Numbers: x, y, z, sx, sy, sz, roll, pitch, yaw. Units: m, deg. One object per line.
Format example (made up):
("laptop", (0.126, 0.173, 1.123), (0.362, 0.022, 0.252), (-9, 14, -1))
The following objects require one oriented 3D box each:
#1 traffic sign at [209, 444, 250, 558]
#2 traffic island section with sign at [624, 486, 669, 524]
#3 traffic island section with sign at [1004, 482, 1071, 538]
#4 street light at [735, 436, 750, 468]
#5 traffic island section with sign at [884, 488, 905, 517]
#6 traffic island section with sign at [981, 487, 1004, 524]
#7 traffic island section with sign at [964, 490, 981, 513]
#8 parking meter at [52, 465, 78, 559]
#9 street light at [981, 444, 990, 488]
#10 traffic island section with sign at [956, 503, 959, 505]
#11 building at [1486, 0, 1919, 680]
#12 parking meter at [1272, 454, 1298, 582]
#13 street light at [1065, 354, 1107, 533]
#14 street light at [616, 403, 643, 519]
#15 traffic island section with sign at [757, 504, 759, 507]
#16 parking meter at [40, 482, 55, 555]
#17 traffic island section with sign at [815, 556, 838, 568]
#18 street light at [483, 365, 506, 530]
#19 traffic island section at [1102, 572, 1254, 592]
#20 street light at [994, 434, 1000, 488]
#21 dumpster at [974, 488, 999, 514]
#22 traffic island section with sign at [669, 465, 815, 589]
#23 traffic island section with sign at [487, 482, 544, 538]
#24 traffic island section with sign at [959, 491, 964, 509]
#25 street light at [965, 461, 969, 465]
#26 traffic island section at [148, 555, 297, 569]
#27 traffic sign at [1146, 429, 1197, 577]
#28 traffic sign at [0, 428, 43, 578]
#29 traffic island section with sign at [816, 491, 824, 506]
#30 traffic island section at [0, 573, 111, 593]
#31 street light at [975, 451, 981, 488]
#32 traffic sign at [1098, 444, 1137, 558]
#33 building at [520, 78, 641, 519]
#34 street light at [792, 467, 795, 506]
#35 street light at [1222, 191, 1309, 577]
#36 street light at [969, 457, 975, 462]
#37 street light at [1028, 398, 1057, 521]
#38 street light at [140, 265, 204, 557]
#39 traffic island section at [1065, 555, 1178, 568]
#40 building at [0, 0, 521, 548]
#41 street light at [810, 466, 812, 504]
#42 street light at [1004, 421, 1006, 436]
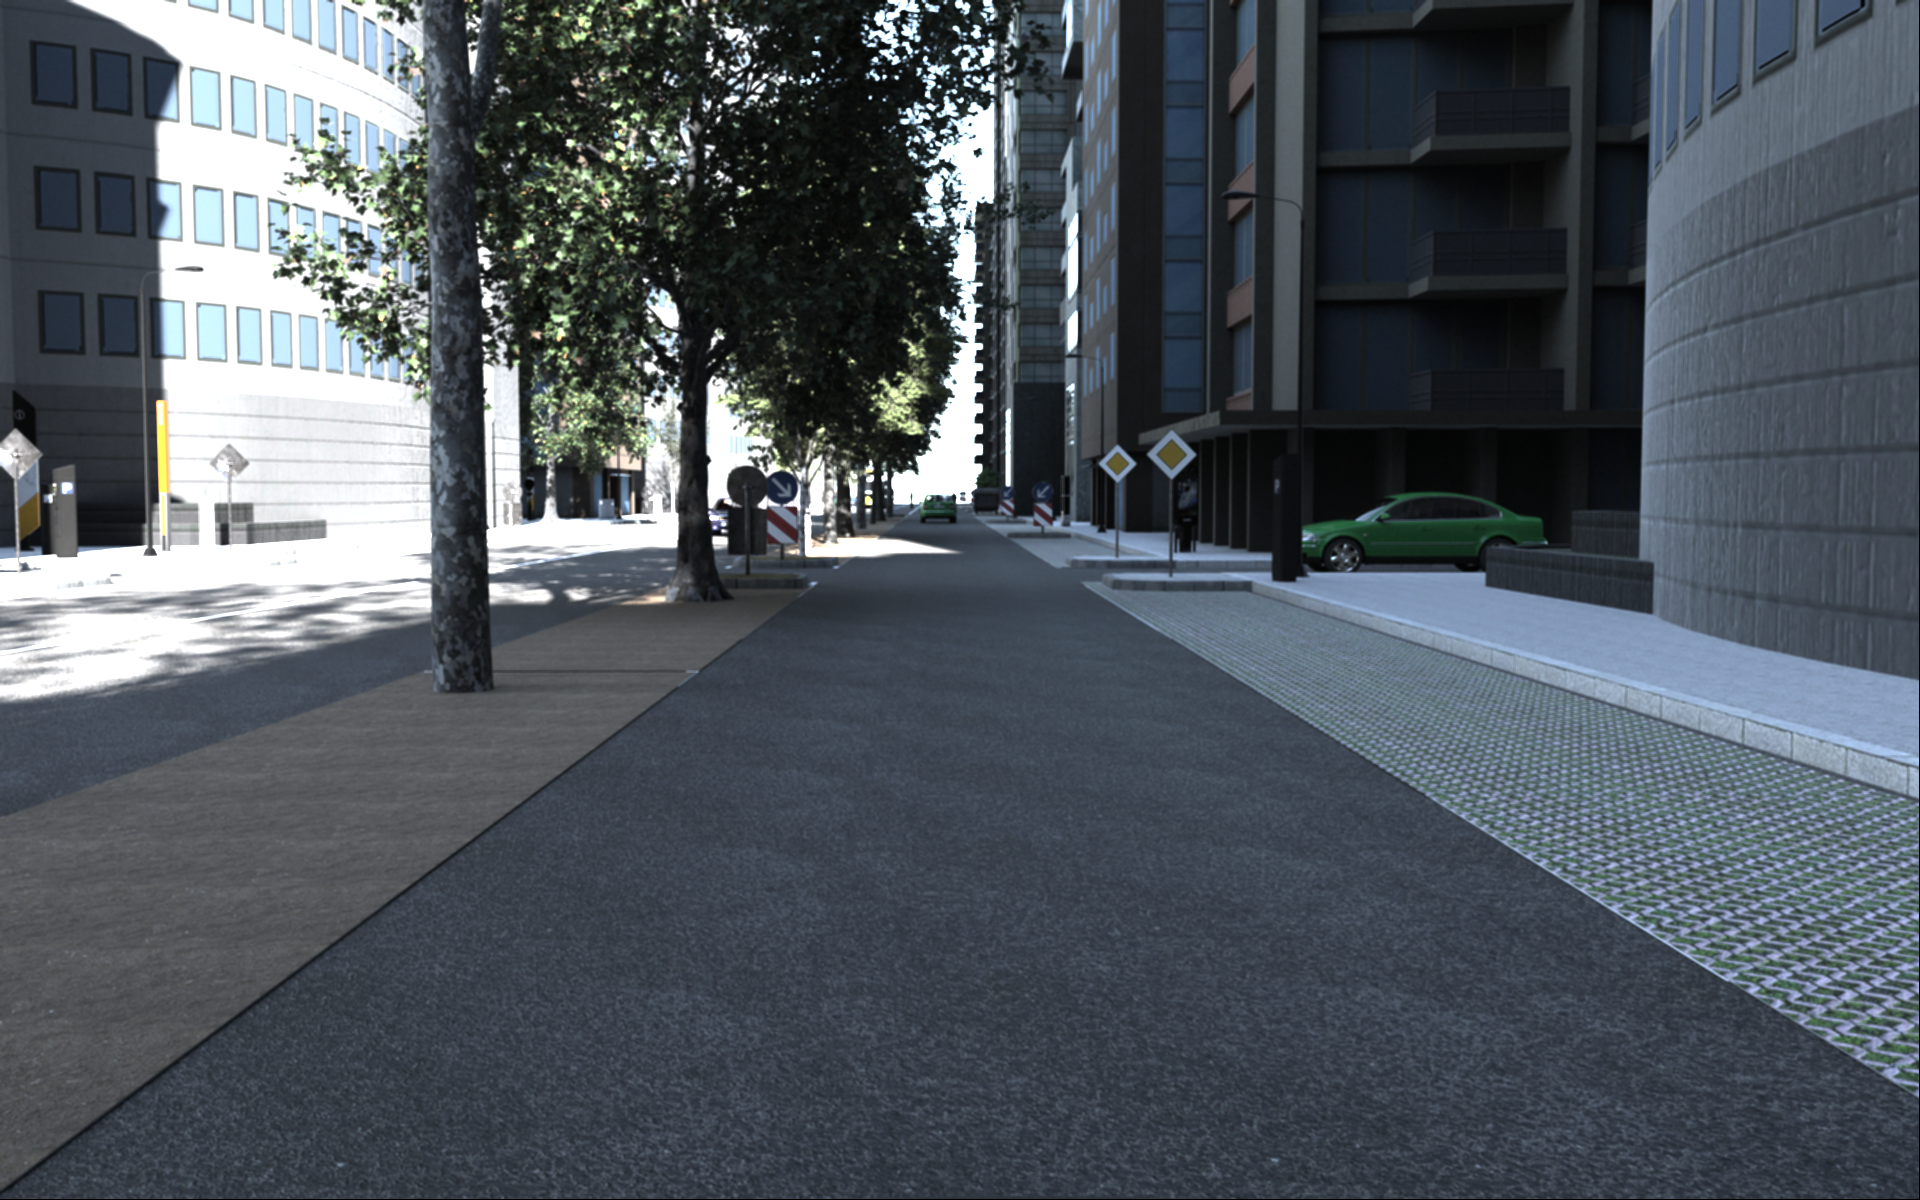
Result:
("traffic sign", (-14.542, -1.887, 34.499), (0.795, 2.450, 0.064), (0, 4, -1))
("traffic island section with sign", (-15.240, -4.635, 84.416), (1.989, 1.847, 2.006), (0, 4, -1))
("traffic island section with sign", (2.561, -2.939, 56.677), (1.989, 1.847, 2.006), (0, 4, -1))
("street light", (-17.260, -10.092, 137.547), (1.470, 5.913, 1.316), (0, 4, -1))
("traffic island section with sign", (-4.483, -6.199, 109.496), (2.006, 1.907, 1.989), (0, 4, -1))
("traffic island section with sign", (2.181, -4.621, 84.174), (1.989, 1.847, 2.006), (0, 4, -1))
("traffic island section with sign", (1.518, -7.707, 134.631), (1.989, 1.847, 2.006), (0, 4, -1))
("parking meter", (-17.837, -1.761, 34.506), (0.255, 1.863, 0.399), (3, 5, 44))
("street light", (2.921, -11.456, 159.851), (1.470, 5.913, 1.316), (0, 4, -1))
("traffic island section with sign", (0.411, -12.746, 217.017), (1.989, 1.847, 2.006), (0, 4, -1))
("building", (17.079, -28.711, 11.422), (21.231, 58.520, 28.212), (0, 4, -1))
("parking meter", (4.769, -1.207, 25.442), (0.255, 1.863, 0.399), (-1, 4, -11))
("street light", (4.191, -5.203, 57.618), (1.470, 5.913, 1.316), (0, 4, -1))
("street light", (-16.711, -7.031, 87.493), (1.470, 5.913, 1.316), (0, 4, -1))
("traffic island section with sign", (-15.899, -7.688, 134.329), (1.989, 1.847, 2.006), (0, 4, -1))
("parking meter", (-19.093, -1.710, 36.370), (0.372, 1.533, 0.369), (0, 3, 0))
("traffic island section with sign", (-3.471, -1.604, 34.364), (2.006, 1.907, 1.989), (0, 4, -1))
("street light", (-16.317, -5.434, 61.386), (1.470, 5.913, 1.316), (0, 4, -1))
("traffic island section", (3.281, -0.277, 26.807), (2.009, 0.180, 2.903), (0, 4, -1))
("street light", (3.293, -9.859, 133.743), (1.470, 5.913, 1.316), (0, 4, -1))
("dumpster", (1.879, -7.058, 123.621), (1.865, 1.857, 1.264), (0, 4, -1))
("traffic island section with sign", (-3.381, -1.151, 26.957), (2.006, 1.907, 1.989), (0, 4, -1))
("traffic island section with sign", (-14.873, -2.976, 57.284), (1.989, 1.847, 2.006), (0, 4, -1))
("traffic island section with sign", (1.156, -9.355, 161.584), (1.989, 1.847, 2.006), (0, 4, -1))
("street light", (1.770, -16.543, 243.015), (1.470, 5.913, 1.316), (0, 4, -1))
("traffic island section", (-14.566, -0.751, 34.560), (2.009, 0.180, 2.903), (0, 4, -1))
("traffic sign", (3.257, -1.412, 26.730), (0.795, 2.450, 0.064), (0, 4, -1))
("traffic sign", (-14.436, -1.399, 26.515), (0.795, 2.450, 0.064), (0, 4, -1))
("traffic island section with sign", (-16.991, -12.714, 216.493), (1.989, 1.847, 2.006), (0, 4, -1))
("traffic island section", (-14.459, -0.263, 26.576), (2.009, 0.180, 2.903), (0, 4, -1))
("street light", (2.602, -13.053, 185.960), (1.470, 5.913, 1.316), (0, 4, -1))
("traffic sign", (3.151, -1.900, 34.714), (0.795, 2.450, 0.064), (0, 4, -1))
("building", (-26.004, -27.270, 95.978), (14.600, 45.320, 14.200), (0, 4, -1))
("street light", (-18.122, -13.547, 194.042), (1.470, 5.913, 1.316), (0, 4, -1))
("street light", (4.709, -3.312, 26.699), (1.470, 5.913, 1.316), (0, 4, -1))
("street light", (2.164, -14.946, 216.907), (1.470, 5.913, 1.316), (0, 4, -1))
("street light", (3.992, -6.800, 83.729), (1.470, 5.913, 1.316), (0, 4, -1))
("street light", (-16.037, -3.837, 35.276), (1.470, 5.913, 1.316), (0, 4, -1))
("traffic island section", (3.174, -0.765, 34.792), (2.009, 0.180, 2.903), (0, 4, -1))
("building", (-27.645, -31.224, 52.504), (21.231, 58.520, 28.212), (0, 4, -1))
("street light", (-18.487, -15.164, 220.469), (1.470, 5.913, 1.316), (0, 4, -1))
("street light", (3.473, -8.397, 109.835), (1.470, 5.913, 1.316), (0, 4, -1))
